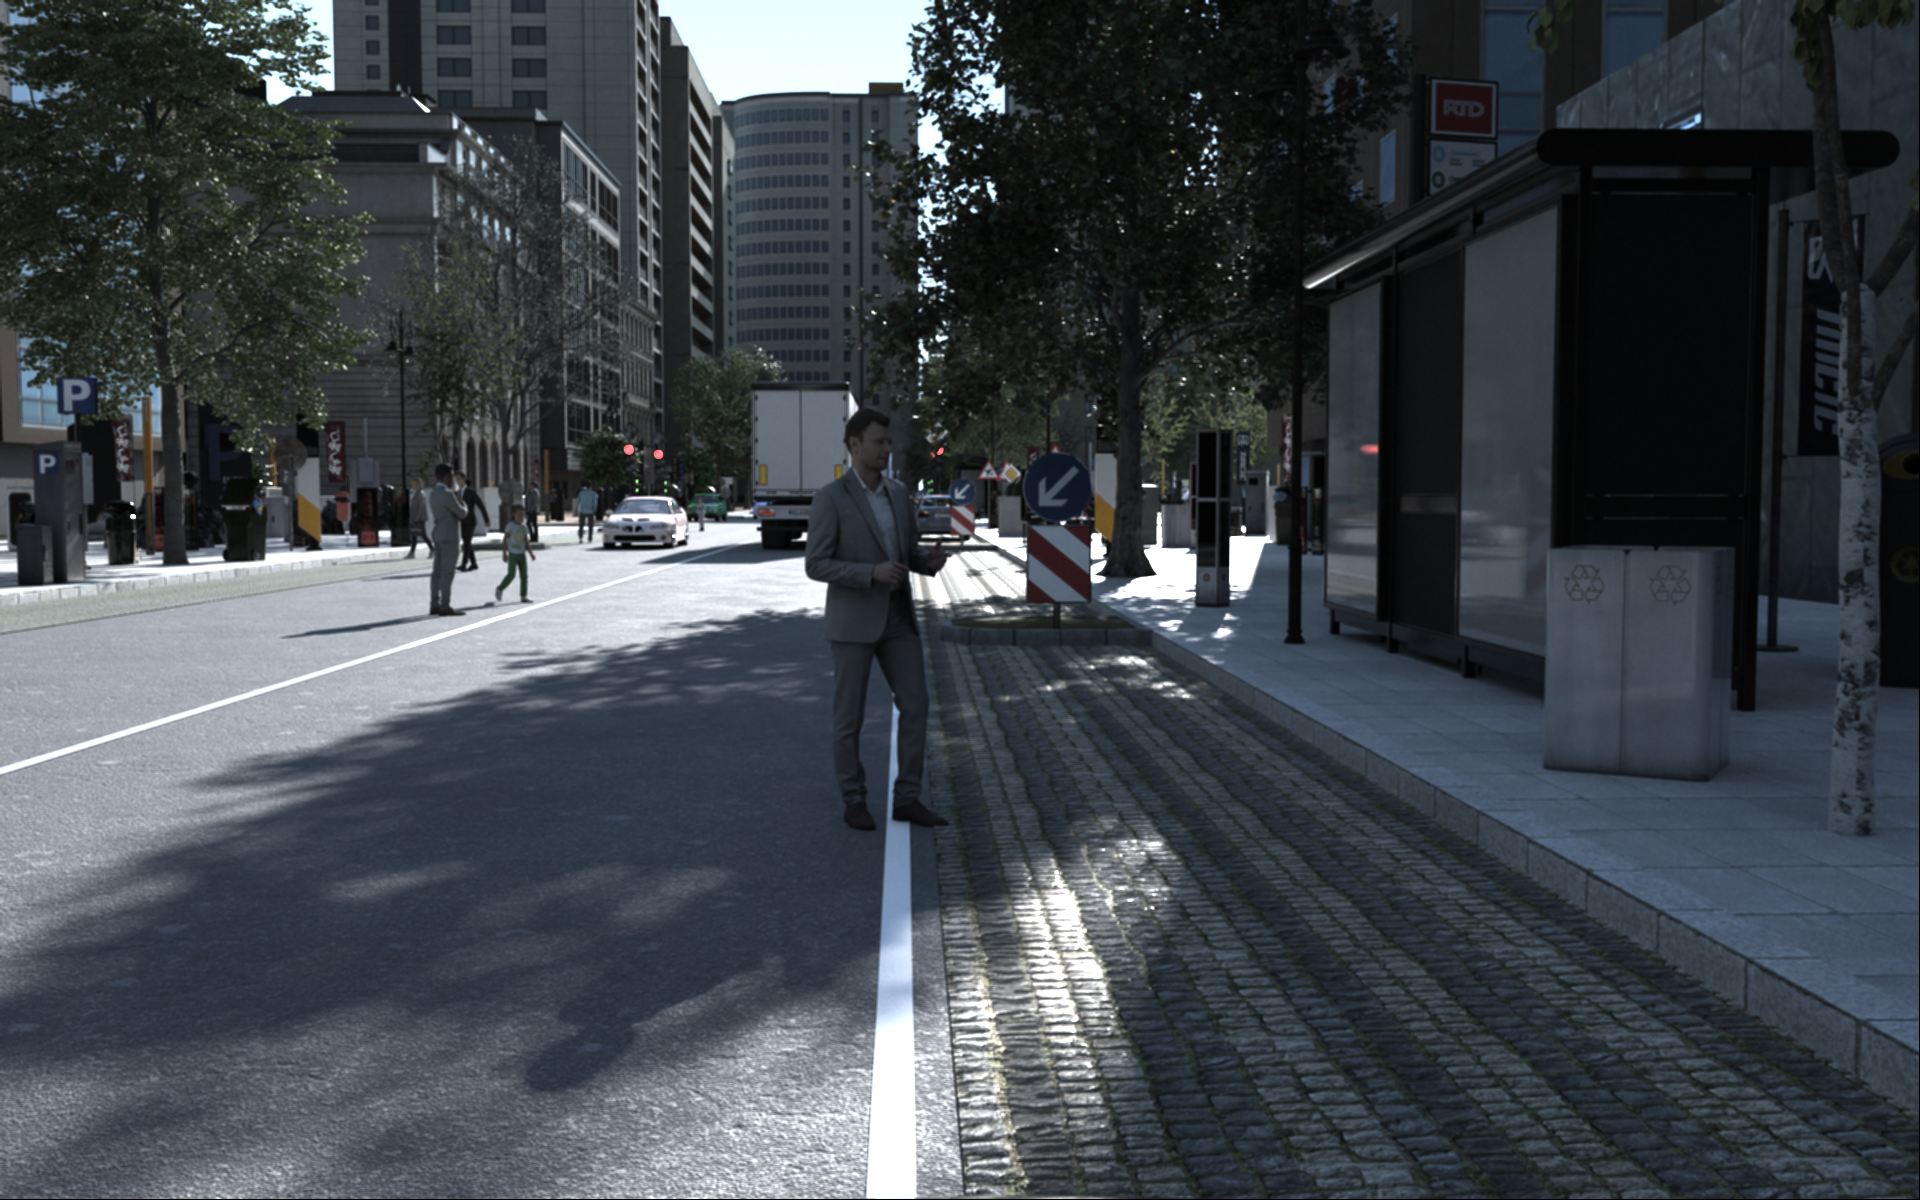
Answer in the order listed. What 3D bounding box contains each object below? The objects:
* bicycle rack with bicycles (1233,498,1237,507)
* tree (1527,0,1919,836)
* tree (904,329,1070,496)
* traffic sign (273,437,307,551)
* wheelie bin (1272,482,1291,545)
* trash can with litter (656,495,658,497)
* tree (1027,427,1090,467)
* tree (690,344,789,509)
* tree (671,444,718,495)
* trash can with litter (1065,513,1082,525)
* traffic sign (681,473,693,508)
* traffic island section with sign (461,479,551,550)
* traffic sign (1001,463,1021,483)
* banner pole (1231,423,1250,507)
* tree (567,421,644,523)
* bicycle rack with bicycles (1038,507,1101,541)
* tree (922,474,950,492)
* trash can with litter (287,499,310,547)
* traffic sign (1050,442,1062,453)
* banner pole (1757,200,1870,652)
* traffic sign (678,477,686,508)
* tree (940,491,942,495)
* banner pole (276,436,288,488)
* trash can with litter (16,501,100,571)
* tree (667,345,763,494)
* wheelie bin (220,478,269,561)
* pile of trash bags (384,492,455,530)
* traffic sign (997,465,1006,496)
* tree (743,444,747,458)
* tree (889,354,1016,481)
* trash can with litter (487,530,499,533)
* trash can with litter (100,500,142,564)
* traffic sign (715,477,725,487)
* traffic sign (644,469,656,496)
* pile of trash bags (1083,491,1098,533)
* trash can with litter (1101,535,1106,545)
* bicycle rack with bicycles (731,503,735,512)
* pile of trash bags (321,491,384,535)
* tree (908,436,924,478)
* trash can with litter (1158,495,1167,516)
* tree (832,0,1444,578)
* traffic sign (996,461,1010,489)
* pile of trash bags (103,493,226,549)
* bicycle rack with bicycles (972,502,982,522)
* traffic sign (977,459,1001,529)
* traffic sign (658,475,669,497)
[{"bbox_3d":[22.700,-8.311,149.265,2.852,0.926,2.925,0,4,1],"label":"bicycle rack with bicycles"},{"bbox_3d":[3.194,-3.413,6.166,4.737,8.622,4.395,0,3,0],"label":"tree"},{"bbox_3d":[1.763,-10.042,82.308,7.486,12.596,7.792,0,3,0],"label":"tree"},{"bbox_3d":[-15.072,-2.378,38.981,0.768,2.556,0.104,0,4,3],"label":"traffic sign"},{"bbox_3d":[8.255,-2.189,43.704,0.693,1.594,0.980,1,4,17],"label":"wheelie bin"},{"bbox_3d":[-21.063,-6.651,119.799,1.678,1.210,2.233,-1,4,-17],"label":"trash can with litter"},{"bbox_3d":[2.695,-3.421,50.541,1.663,3.219,1.824,0,3,0],"label":"tree"},{"bbox_3d":[-18.262,-14.795,148.555,9.857,13.997,8.962,0,3,0],"label":"tree"},{"bbox_3d":[-17.286,-7.928,113.340,4.285,4.588,4.351,0,3,0],"label":"tree"},{"bbox_3d":[3.826,-2.687,55.313,1.055,1.170,0.624,3,5,41],"label":"trash can with litter"},{"bbox_3d":[-16.709,-6.470,105.887,0.768,2.556,0.104,0,4,4],"label":"traffic sign"},{"bbox_3d":[-11.664,-2.210,44.756,1.989,1.847,2.006,0,4,-2],"label":"traffic island section with sign"},{"bbox_3d":[1.912,-3.893,64.843,0.795,2.450,0.064,0,4,2],"label":"traffic sign"},{"bbox_3d":[9.789,-4.335,60.890,0.863,3.779,0.401,0,4,-5],"label":"banner pole"},{"bbox_3d":[-15.952,-5.771,78.062,4.285,4.588,4.351,0,3,0],"label":"tree"},{"bbox_3d":[3.166,-2.071,47.241,2.925,0.926,2.852,-1,4,-15],"label":"bicycle rack with bicycles"},{"bbox_3d":[-1.986,-11.390,169.942,4.285,4.588,4.351,0,3,0],"label":"tree"},{"bbox_3d":[-16.213,-1.912,42.645,0.624,1.170,1.055,-1,4,-15],"label":"trash can with litter"},{"bbox_3d":[2.365,-2.630,43.003,0.884,2.594,0.081,0,4,4],"label":"traffic sign"},{"bbox_3d":[6.831,-1.464,13.961,0.401,3.779,0.863,-3,5,-42],"label":"banner pole"},{"bbox_3d":[-17.142,-6.394,106.674,0.606,2.300,0.079,0,4,0],"label":"traffic sign"},{"bbox_3d":[-2.240,-14.256,183.454,4.737,8.622,4.395,0,3,0],"label":"tree"},{"bbox_3d":[-29.118,-5.170,74.542,0.401,3.779,0.863,3,4,37],"label":"banner pole"},{"bbox_3d":[-14.467,-0.996,27.676,1.055,1.170,0.624,0,4,-7],"label":"trash can with litter"},{"bbox_3d":[-16.682,-11.906,120.418,9.928,11.665,9.643,0,3,0],"label":"tree"},{"bbox_3d":[-13.762,-1.553,33.298,0.980,1.594,0.693,1,4,10],"label":"wheelie bin"},{"bbox_3d":[-19.640,-3.208,62.199,3.447,1.369,1.912,-2,4,-31],"label":"pile of trash bags"},{"bbox_3d":[1.977,-4.641,75.989,0.768,2.556,0.104,0,4,5],"label":"traffic sign"},{"bbox_3d":[-19.190,-17.337,193.827,12.009,13.543,11.850,0,3,0],"label":"tree"},{"bbox_3d":[-0.434,-13.804,136.060,12.009,13.543,11.850,0,3,0],"label":"tree"},{"bbox_3d":[-15.700,-2.791,56.686,2.233,1.210,1.678,-1,4,-14],"label":"trash can with litter"},{"bbox_3d":[-15.331,-1.239,31.644,0.624,1.170,1.055,-1,4,-16],"label":"trash can with litter"},{"bbox_3d":[-18.096,-7.987,130.698,0.768,2.556,0.104,0,4,-1],"label":"traffic sign"},{"bbox_3d":[-16.037,-5.455,89.302,0.768,2.556,0.104,0,4,4],"label":"traffic sign"},{"bbox_3d":[5.064,-2.957,58.106,1.912,1.369,3.447,-2,4,-26],"label":"pile of trash bags"},{"bbox_3d":[3.988,-1.969,43.576,1.055,1.170,0.624,-1,4,-12],"label":"trash can with litter"},{"bbox_3d":[-17.710,-6.729,123.405,2.925,0.926,2.852,0,4,3],"label":"bicycle rack with bicycles"},{"bbox_3d":[-19.478,-2.767,54.995,1.912,1.369,3.447,-1,4,-16],"label":"pile of trash bags"},{"bbox_3d":[-3.668,-17.009,212.506,7.601,10.594,8.767,-3,5,-42],"label":"tree"},{"bbox_3d":[11.710,-5.565,102.048,1.678,1.210,2.233,3,5,43],"label":"trash can with litter"},{"bbox_3d":[2.723,-6.719,26.866,9.611,12.733,9.660,0,3,0],"label":"tree"},{"bbox_3d":[1.851,-4.156,67.948,0.884,2.594,0.081,0,4,7],"label":"traffic sign"},{"bbox_3d":[-18.652,-1.958,41.763,1.912,1.369,3.447,3,5,43],"label":"pile of trash bags"},{"bbox_3d":[1.545,-4.090,80.259,2.852,0.926,2.925,0,4,-7],"label":"bicycle rack with bicycles"},{"bbox_3d":[1.054,-3.868,63.250,0.884,2.594,0.081,0,4,0],"label":"traffic sign"},{"bbox_3d":[-15.663,-5.469,91.555,0.606,2.300,0.079,0,4,7],"label":"traffic sign"}]
